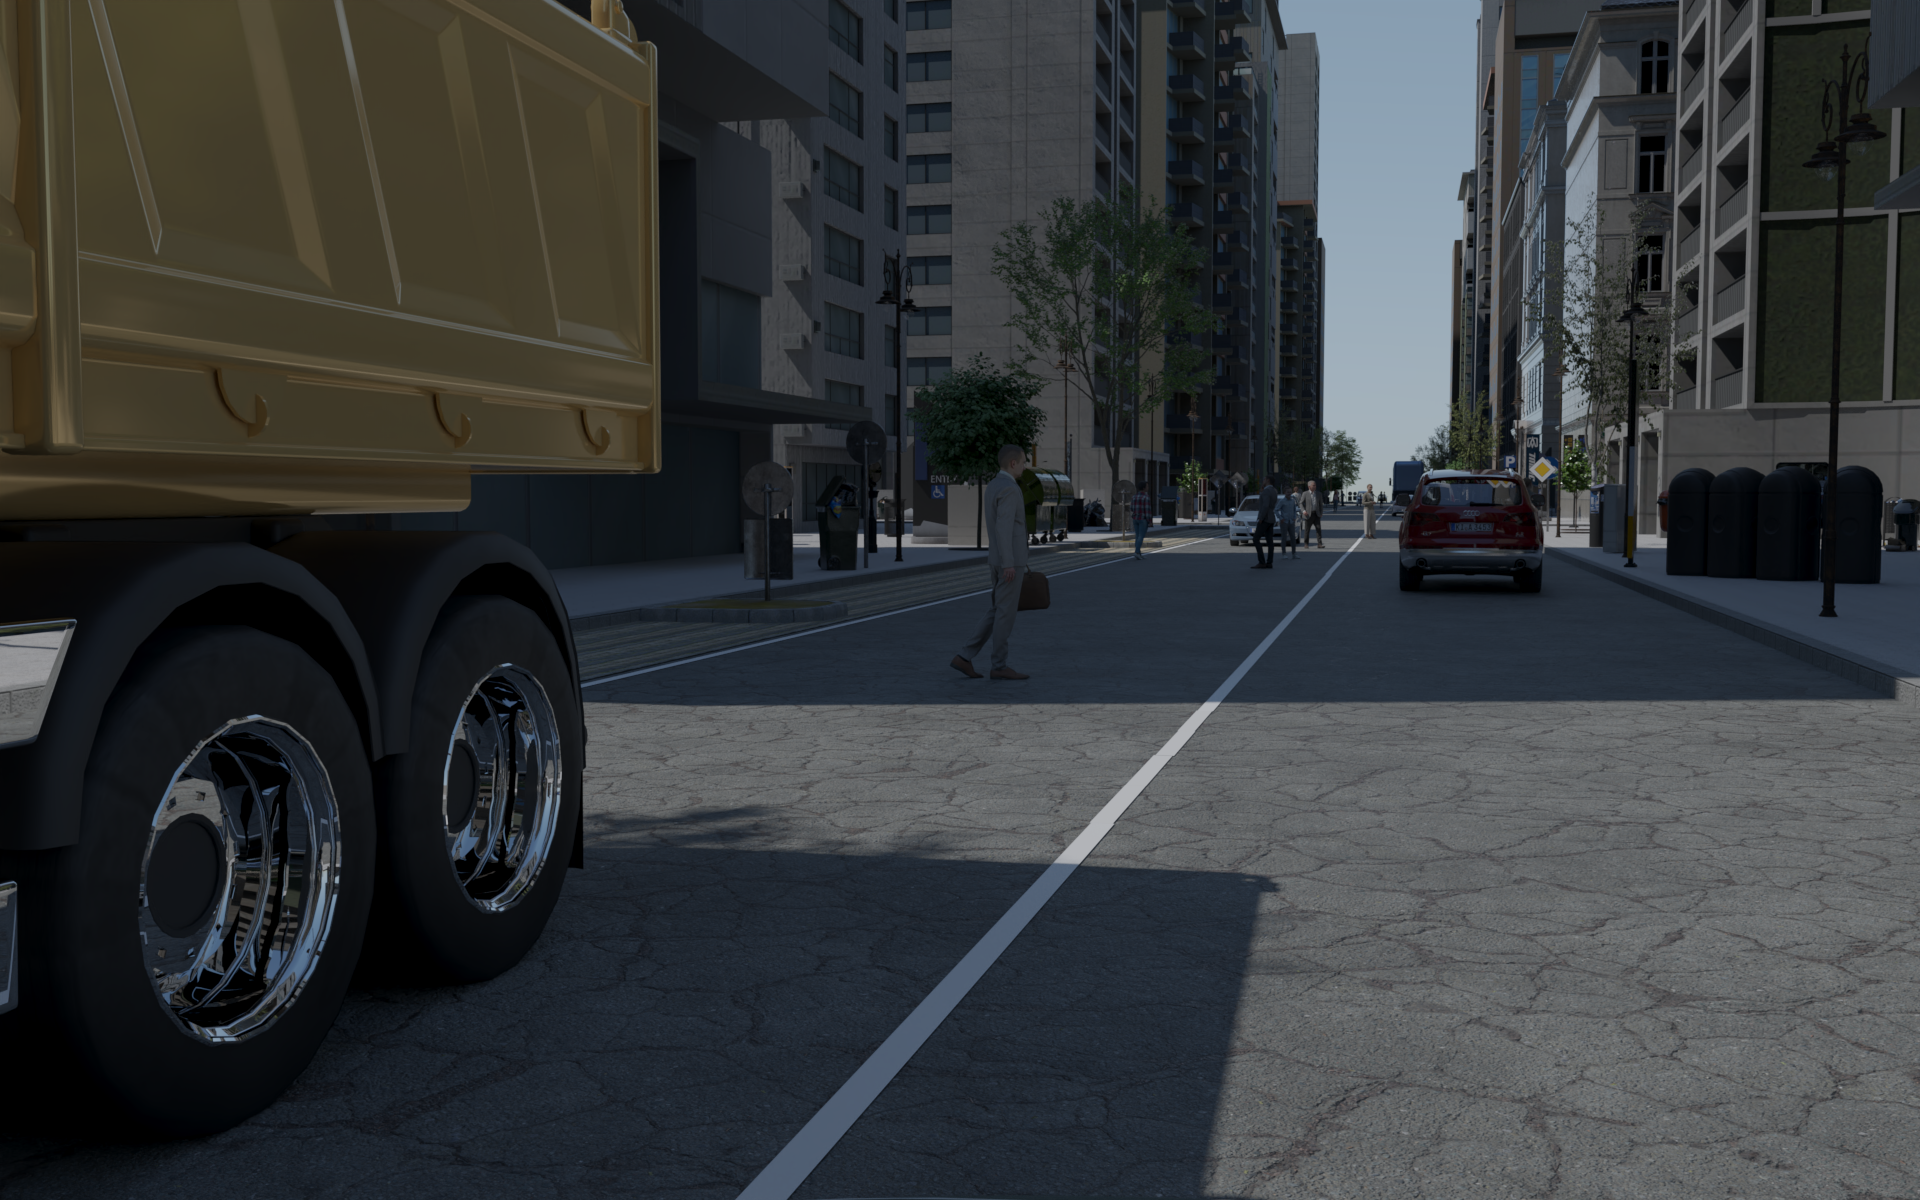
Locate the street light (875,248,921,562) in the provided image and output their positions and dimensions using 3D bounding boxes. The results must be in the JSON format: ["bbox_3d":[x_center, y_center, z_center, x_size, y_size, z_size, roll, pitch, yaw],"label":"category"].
[{"bbox_3d":[-1.162,-3.670,32.796,0.468,5.910,1.993,1,4,14],"label":"street light"}]

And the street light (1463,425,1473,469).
[{"bbox_3d":[33.975,-8.726,115.453,0.468,5.910,1.993,1,4,14],"label":"street light"}]

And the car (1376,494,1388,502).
[{"bbox_3d":[73.756,-17.880,302.563,2.015,1.641,3.980,1,4,13],"label":"car"}]

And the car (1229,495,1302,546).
[{"bbox_3d":[8.686,-2.265,49.038,2.014,1.417,4.499,1,4,15],"label":"car"}]

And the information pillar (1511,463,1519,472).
[{"bbox_3d":[34.523,-7.131,107.942,0.504,3.616,0.183,1,4,9],"label":"information pillar"}]

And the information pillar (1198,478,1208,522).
[{"bbox_3d":[11.275,-4.645,80.435,0.304,2.012,0.304,-2,4,-29],"label":"information pillar"}]

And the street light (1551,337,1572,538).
[{"bbox_3d":[17.687,-4.785,51.026,0.468,5.910,1.993,1,4,14],"label":"street light"}]

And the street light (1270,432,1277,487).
[{"bbox_3d":[23.428,-9.571,129.281,0.468,5.910,1.993,1,4,14],"label":"street light"}]

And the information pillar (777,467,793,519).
[{"bbox_3d":[-4.689,-2.566,46.439,0.304,2.012,0.304,2,4,34],"label":"information pillar"}]

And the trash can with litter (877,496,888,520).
[{"bbox_3d":[-4.059,-4.589,86.424,1.055,1.170,0.624,2,4,26],"label":"trash can with litter"}]

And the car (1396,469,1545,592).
[{"bbox_3d":[7.930,-1.117,26.944,2.281,1.827,5.304,1,4,16],"label":"car"}]

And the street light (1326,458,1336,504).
[{"bbox_3d":[50.161,-15.982,234.098,0.468,5.910,1.993,1,4,14],"label":"street light"}]

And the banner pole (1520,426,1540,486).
[{"bbox_3d":[20.801,-4.494,63.491,0.863,3.779,0.401,1,4,23],"label":"banner pole"}]

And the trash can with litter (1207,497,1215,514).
[{"bbox_3d":[15.975,-6.018,109.780,0.624,1.170,1.055,-3,5,-43],"label":"trash can with litter"}]

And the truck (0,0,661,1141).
[{"bbox_3d":[-3.324,-0.361,1.819,3.469,3.379,9.791,1,4,12],"label":"truck"}]

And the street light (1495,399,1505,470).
[{"bbox_3d":[25.597,-6.697,82.278,0.468,5.910,1.993,1,4,14],"label":"street light"}]

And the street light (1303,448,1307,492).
[{"bbox_3d":[33.795,-12.053,169.856,0.468,5.910,1.993,1,4,14],"label":"street light"}]

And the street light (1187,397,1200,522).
[{"bbox_3d":[10.659,-6.505,79.149,0.468,5.910,1.993,1,4,14],"label":"street light"}]

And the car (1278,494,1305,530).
[{"bbox_3d":[12.579,-3.565,68.069,2.009,1.686,4.222,1,4,13],"label":"car"}]

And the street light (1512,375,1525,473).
[{"bbox_3d":[21.714,-5.792,67.489,0.468,5.910,1.993,1,4,14],"label":"street light"}]

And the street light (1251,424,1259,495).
[{"bbox_3d":[19.040,-8.517,112.044,0.468,5.910,1.993,1,4,14],"label":"street light"}]

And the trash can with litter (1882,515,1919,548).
[{"bbox_3d":[22.811,-1.862,41.508,2.233,1.210,1.678,-1,4,-9],"label":"trash can with litter"}]

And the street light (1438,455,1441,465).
[{"bbox_3d":[52.935,-13.278,189.879,0.468,5.910,1.993,1,4,14],"label":"street light"}]

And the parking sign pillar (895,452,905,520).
[{"bbox_3d":[-2.437,-5.881,84.632,1.447,3.967,1.447,3,5,43],"label":"parking sign pillar"}]

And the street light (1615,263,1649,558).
[{"bbox_3d":[13.462,-3.794,34.816,0.468,5.910,1.993,1,4,14],"label":"street light"}]

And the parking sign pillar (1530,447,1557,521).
[{"bbox_3d":[27.261,-5.712,81.858,1.447,3.967,1.447,-3,5,-41],"label":"parking sign pillar"}]

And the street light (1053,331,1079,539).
[{"bbox_3d":[3.012,-4.681,49.330,0.468,5.910,1.993,1,4,14],"label":"street light"}]

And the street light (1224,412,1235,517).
[{"bbox_3d":[14.914,-7.528,95.871,0.468,5.910,1.993,1,4,14],"label":"street light"}]

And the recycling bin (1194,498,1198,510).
[{"bbox_3d":[14.752,-6.000,110.652,0.722,1.027,0.722,-1,4,-20],"label":"recycling bin"}]

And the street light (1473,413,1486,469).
[{"bbox_3d":[29.693,-7.707,98.804,0.468,5.910,1.993,1,4,14],"label":"street light"}]

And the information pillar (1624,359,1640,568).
[{"bbox_3d":[11.817,-2.387,30.385,0.183,3.616,0.504,2,4,28],"label":"information pillar"}]

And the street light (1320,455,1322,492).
[{"bbox_3d":[42.210,-14.050,202.501,0.468,5.910,1.993,1,4,14],"label":"street light"}]

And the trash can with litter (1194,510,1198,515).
[{"bbox_3d":[14.285,-5.852,107.068,1.055,1.170,0.624,-2,4,-25],"label":"trash can with litter"}]

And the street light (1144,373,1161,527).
[{"bbox_3d":[7.367,-5.728,66.444,0.468,5.910,1.993,1,4,14],"label":"street light"}]

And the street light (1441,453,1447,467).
[{"bbox_3d":[48.669,-12.259,173.229,0.468,5.910,1.993,1,4,14],"label":"street light"}]

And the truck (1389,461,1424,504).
[{"bbox_3d":[35.064,-8.871,134.800,2.967,4.110,18.799,1,4,13],"label":"truck"}]

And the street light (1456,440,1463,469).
[{"bbox_3d":[38.201,-9.718,131.675,0.468,5.910,1.993,1,4,14],"label":"street light"}]

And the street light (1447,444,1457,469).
[{"bbox_3d":[44.650,-11.269,157.028,0.468,5.910,1.993,1,4,14],"label":"street light"}]

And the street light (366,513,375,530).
[{"bbox_3d":[-5.500,-2.645,16.040,0.468,5.910,1.993,1,4,14],"label":"street light"}]

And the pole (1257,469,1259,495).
[{"bbox_3d":[24.413,-9.057,141.926,0.158,3.312,0.155,0,3,0],"label":"pole"}]

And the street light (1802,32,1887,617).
[{"bbox_3d":[9.088,-2.762,17.948,0.468,5.910,1.993,1,4,14],"label":"street light"}]

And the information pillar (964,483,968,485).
[{"bbox_3d":[0.206,-6.171,92.247,0.183,3.616,0.504,3,5,43],"label":"information pillar"}]

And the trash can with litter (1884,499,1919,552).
[{"bbox_3d":[21.073,-1.665,38.611,1.055,1.170,0.624,-3,5,-42],"label":"trash can with litter"}]

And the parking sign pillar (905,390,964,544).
[{"bbox_3d":[-0.559,-3.447,44.828,1.447,3.967,1.447,0,4,5],"label":"parking sign pillar"}]

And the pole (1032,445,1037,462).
[{"bbox_3d":[3.009,-4.672,70.236,0.158,3.312,0.155,0,3,0],"label":"pole"}]

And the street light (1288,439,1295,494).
[{"bbox_3d":[27.736,-10.591,145.954,0.468,5.910,1.993,1,4,14],"label":"street light"}]

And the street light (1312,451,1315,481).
[{"bbox_3d":[37.965,-13.049,186.136,0.468,5.910,1.993,1,4,14],"label":"street light"}]

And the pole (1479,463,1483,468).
[{"bbox_3d":[33.832,-7.259,112.533,0.158,3.312,0.155,0,3,0],"label":"pole"}]

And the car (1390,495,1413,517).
[{"bbox_3d":[28.835,-6.080,111.776,2.083,1.381,4.827,1,4,13],"label":"car"}]
